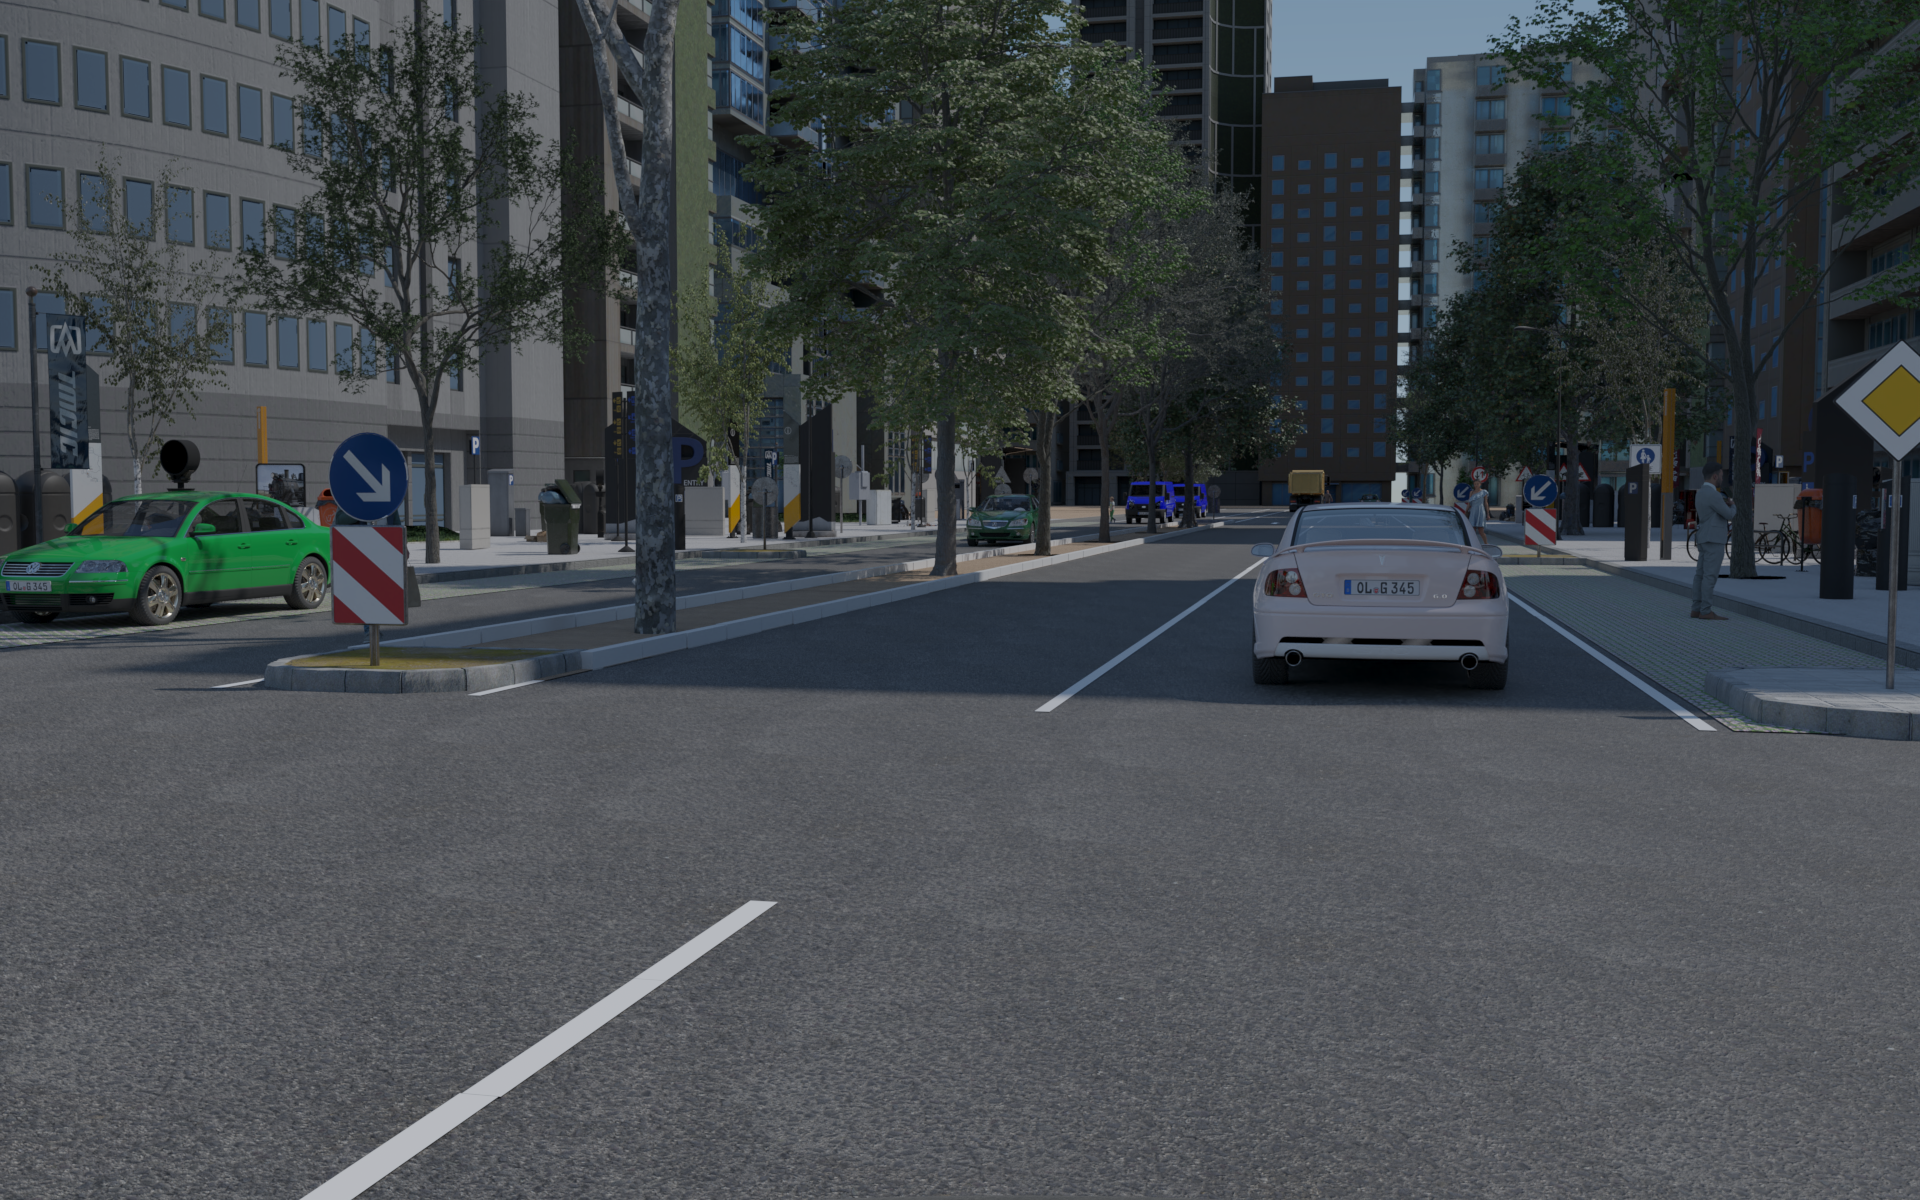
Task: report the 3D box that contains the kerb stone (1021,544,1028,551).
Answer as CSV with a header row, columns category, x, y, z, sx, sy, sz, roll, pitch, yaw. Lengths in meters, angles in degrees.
category,x,y,z,sx,sy,sz,roll,pitch,yaw
kerb stone,1.486,-1.274,43.040,0.120,0.150,1.000,1,4,13

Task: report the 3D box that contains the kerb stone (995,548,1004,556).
category,x,y,z,sx,sy,sz,roll,pitch,yaw
kerb stone,0.790,-1.091,40.041,0.120,0.150,1.000,1,4,13

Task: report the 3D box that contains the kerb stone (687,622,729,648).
category,x,y,z,sx,sy,sz,roll,pitch,yaw
kerb stone,-2.466,0.350,16.555,0.120,0.150,1.000,1,4,13

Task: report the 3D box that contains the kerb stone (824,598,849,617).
category,x,y,z,sx,sy,sz,roll,pitch,yaw
kerb stone,-1.543,0.102,20.550,0.120,0.150,1.000,1,4,13

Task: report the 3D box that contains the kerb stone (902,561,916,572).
category,x,y,z,sx,sy,sz,roll,pitch,yaw
kerb stone,-1.053,-0.601,32.047,0.120,0.150,1.000,1,4,13

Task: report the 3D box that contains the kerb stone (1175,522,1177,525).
category,x,y,z,sx,sy,sz,roll,pitch,yaw
kerb stone,9.572,-3.414,78.014,0.120,0.150,1.000,1,4,13

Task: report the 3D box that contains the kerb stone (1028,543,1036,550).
category,x,y,z,sx,sy,sz,roll,pitch,yaw
kerb stone,1.717,-1.335,44.035,0.120,0.150,1.000,1,4,13

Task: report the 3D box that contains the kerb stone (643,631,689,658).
category,x,y,z,sx,sy,sz,roll,pitch,yaw
kerb stone,-2.705,0.408,15.560,0.120,0.150,1.000,1,4,13

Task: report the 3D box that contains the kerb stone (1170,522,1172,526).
category,x,y,z,sx,sy,sz,roll,pitch,yaw
kerb stone,9.092,-3.291,76.007,0.120,0.150,1.000,1,4,13

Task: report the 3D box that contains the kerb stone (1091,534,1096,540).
category,x,y,z,sx,sy,sz,roll,pitch,yaw
kerb stone,4.028,-1.947,54.021,0.120,0.150,1.000,1,4,13

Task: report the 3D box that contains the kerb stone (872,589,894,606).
category,x,y,z,sx,sy,sz,roll,pitch,yaw
kerb stone,-1.084,-0.020,22.542,0.120,0.150,1.000,1,4,13

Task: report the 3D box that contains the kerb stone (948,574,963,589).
category,x,y,z,sx,sy,sz,roll,pitch,yaw
kerb stone,-0.164,-0.265,26.536,0.120,0.150,1.000,1,4,13

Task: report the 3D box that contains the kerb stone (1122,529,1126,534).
category,x,y,z,sx,sy,sz,roll,pitch,yaw
kerb stone,5.625,-2.372,61.023,0.120,0.150,1.000,1,4,13

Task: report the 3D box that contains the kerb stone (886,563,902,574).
category,x,y,z,sx,sy,sz,roll,pitch,yaw
kerb stone,-1.277,-0.541,31.047,0.120,0.150,1.000,1,4,13

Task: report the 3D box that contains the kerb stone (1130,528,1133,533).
category,x,y,z,sx,sy,sz,roll,pitch,yaw
kerb stone,6.092,-2.497,63.015,0.120,0.150,1.000,1,4,13

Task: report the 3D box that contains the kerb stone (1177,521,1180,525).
category,x,y,z,sx,sy,sz,roll,pitch,yaw
kerb stone,9.789,-3.471,79.014,0.120,0.150,1.000,1,4,13

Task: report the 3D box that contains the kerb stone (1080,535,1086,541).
category,x,y,z,sx,sy,sz,roll,pitch,yaw
kerb stone,3.563,-1.822,52.030,0.120,0.150,1.000,1,4,13

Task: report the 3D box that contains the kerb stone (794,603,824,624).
category,x,y,z,sx,sy,sz,roll,pitch,yaw
kerb stone,-1.773,0.162,19.546,0.120,0.150,1.000,1,4,13

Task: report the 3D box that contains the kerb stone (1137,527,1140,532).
category,x,y,z,sx,sy,sz,roll,pitch,yaw
kerb stone,6.554,-2.616,65.014,0.120,0.150,1.000,1,4,13

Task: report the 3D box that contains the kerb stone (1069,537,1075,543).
category,x,y,z,sx,sy,sz,roll,pitch,yaw
kerb stone,3.103,-1.703,50.038,0.120,0.150,1.000,1,4,13

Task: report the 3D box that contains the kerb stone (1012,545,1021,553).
category,x,y,z,sx,sy,sz,roll,pitch,yaw
kerb stone,1.255,-1.214,42.044,0.120,0.150,1.000,1,4,13

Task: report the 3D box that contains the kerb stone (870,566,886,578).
category,x,y,z,sx,sy,sz,roll,pitch,yaw
kerb stone,-1.513,-0.481,30.052,0.120,0.150,1.000,1,4,13

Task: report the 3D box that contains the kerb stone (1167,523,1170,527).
category,x,y,z,sx,sy,sz,roll,pitch,yaw
kerb stone,8.868,-3.229,74.997,0.120,0.150,1.000,1,4,13

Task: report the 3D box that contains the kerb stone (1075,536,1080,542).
category,x,y,z,sx,sy,sz,roll,pitch,yaw
kerb stone,3.335,-1.764,51.034,0.120,0.150,1.000,1,4,13

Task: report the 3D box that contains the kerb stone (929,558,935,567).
category,x,y,z,sx,sy,sz,roll,pitch,yaw
kerb stone,-0.580,-0.725,34.047,0.120,0.150,1.000,1,4,13

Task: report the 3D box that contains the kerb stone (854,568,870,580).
category,x,y,z,sx,sy,sz,roll,pitch,yaw
kerb stone,-1.743,-0.414,29.051,0.120,0.150,1.000,1,4,13

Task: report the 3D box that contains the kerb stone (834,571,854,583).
category,x,y,z,sx,sy,sz,roll,pitch,yaw
kerb stone,-1.962,-0.358,28.047,0.120,0.150,1.000,1,4,13

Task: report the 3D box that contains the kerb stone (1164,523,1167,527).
category,x,y,z,sx,sy,sz,roll,pitch,yaw
kerb stone,8.632,-3.168,73.990,0.120,0.150,1.000,1,4,13

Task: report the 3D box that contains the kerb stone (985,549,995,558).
category,x,y,z,sx,sy,sz,roll,pitch,yaw
kerb stone,0.561,-1.030,39.045,0.120,0.150,1.000,1,4,13

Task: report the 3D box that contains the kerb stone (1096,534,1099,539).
category,x,y,z,sx,sy,sz,roll,pitch,yaw
kerb stone,4.254,-2.008,55.018,0.120,0.150,1.000,1,4,13

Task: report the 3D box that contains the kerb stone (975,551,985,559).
category,x,y,z,sx,sy,sz,roll,pitch,yaw
kerb stone,0.332,-0.970,38.048,0.120,0.150,1.000,1,4,13

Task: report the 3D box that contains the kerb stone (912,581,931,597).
category,x,y,z,sx,sy,sz,roll,pitch,yaw
kerb stone,-0.625,-0.143,24.534,0.120,0.150,1.000,1,4,13

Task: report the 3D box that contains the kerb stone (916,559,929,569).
category,x,y,z,sx,sy,sz,roll,pitch,yaw
kerb stone,-0.816,-0.660,33.043,0.120,0.150,1.000,1,4,13

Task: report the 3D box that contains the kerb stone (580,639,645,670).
category,x,y,z,sx,sy,sz,roll,pitch,yaw
kerb stone,-2.928,0.467,14.562,0.120,0.150,1.000,1,4,13

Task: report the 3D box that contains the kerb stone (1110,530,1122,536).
category,x,y,z,sx,sy,sz,roll,pitch,yaw
kerb stone,5.403,-2.313,60.017,0.120,0.150,1.000,1,4,13

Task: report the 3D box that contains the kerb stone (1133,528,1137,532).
category,x,y,z,sx,sy,sz,roll,pitch,yaw
kerb stone,6.323,-2.558,64.011,0.120,0.150,1.000,1,4,13

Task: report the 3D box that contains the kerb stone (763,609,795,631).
category,x,y,z,sx,sy,sz,roll,pitch,yaw
kerb stone,-2.013,0.223,18.549,0.120,0.150,1.000,1,4,13

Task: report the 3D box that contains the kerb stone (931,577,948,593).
category,x,y,z,sx,sy,sz,roll,pitch,yaw
kerb stone,-0.395,-0.204,25.531,0.120,0.150,1.000,1,4,13

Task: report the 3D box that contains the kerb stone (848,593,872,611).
category,x,y,z,sx,sy,sz,roll,pitch,yaw
kerb stone,-1.316,0.040,21.546,0.120,0.150,1.000,1,4,13

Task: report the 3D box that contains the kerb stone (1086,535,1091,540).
category,x,y,z,sx,sy,sz,roll,pitch,yaw
kerb stone,3.796,-1.885,53.026,0.120,0.150,1.000,1,4,13

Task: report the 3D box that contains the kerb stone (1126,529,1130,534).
category,x,y,z,sx,sy,sz,roll,pitch,yaw
kerb stone,5.870,-2.436,62.017,0.120,0.150,1.000,1,4,13

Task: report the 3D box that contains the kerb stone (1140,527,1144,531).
category,x,y,z,sx,sy,sz,roll,pitch,yaw
kerb stone,6.787,-2.680,66.017,0.120,0.150,1.000,1,4,13

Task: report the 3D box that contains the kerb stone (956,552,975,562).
category,x,y,z,sx,sy,sz,roll,pitch,yaw
kerb stone,0.109,-0.908,37.051,0.120,0.150,1.000,1,4,13

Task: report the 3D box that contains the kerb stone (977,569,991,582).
category,x,y,z,sx,sy,sz,roll,pitch,yaw
kerb stone,0.301,-0.388,28.536,0.120,0.150,1.000,1,4,13

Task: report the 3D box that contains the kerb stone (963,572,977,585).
category,x,y,z,sx,sy,sz,roll,pitch,yaw
kerb stone,0.064,-0.327,27.541,0.120,0.150,1.000,1,4,13

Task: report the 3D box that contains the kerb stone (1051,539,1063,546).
category,x,y,z,sx,sy,sz,roll,pitch,yaw
kerb stone,2.639,-1.580,48.027,0.120,0.150,1.000,1,4,13

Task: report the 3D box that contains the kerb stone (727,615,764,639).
category,x,y,z,sx,sy,sz,roll,pitch,yaw
kerb stone,-2.237,0.284,17.552,0.120,0.150,1.000,1,4,13

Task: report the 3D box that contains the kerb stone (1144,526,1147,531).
category,x,y,z,sx,sy,sz,roll,pitch,yaw
kerb stone,7.019,-2.741,67.012,0.120,0.150,1.000,1,4,13

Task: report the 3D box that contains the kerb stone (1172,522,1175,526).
category,x,y,z,sx,sy,sz,roll,pitch,yaw
kerb stone,9.328,-3.353,77.021,0.120,0.150,1.000,1,4,13

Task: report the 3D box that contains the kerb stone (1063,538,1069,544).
category,x,y,z,sx,sy,sz,roll,pitch,yaw
kerb stone,2.873,-1.638,49.029,0.120,0.150,1.000,1,4,13

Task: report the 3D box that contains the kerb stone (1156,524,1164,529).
category,x,y,z,sx,sy,sz,roll,pitch,yaw
kerb stone,8.397,-3.107,72.994,0.120,0.150,1.000,1,4,13

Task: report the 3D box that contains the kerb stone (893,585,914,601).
category,x,y,z,sx,sy,sz,roll,pitch,yaw
kerb stone,-0.850,-0.082,23.537,0.120,0.150,1.000,1,4,13

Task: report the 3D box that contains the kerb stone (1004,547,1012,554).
category,x,y,z,sx,sy,sz,roll,pitch,yaw
kerb stone,1.021,-1.152,41.039,0.120,0.150,1.000,1,4,13
